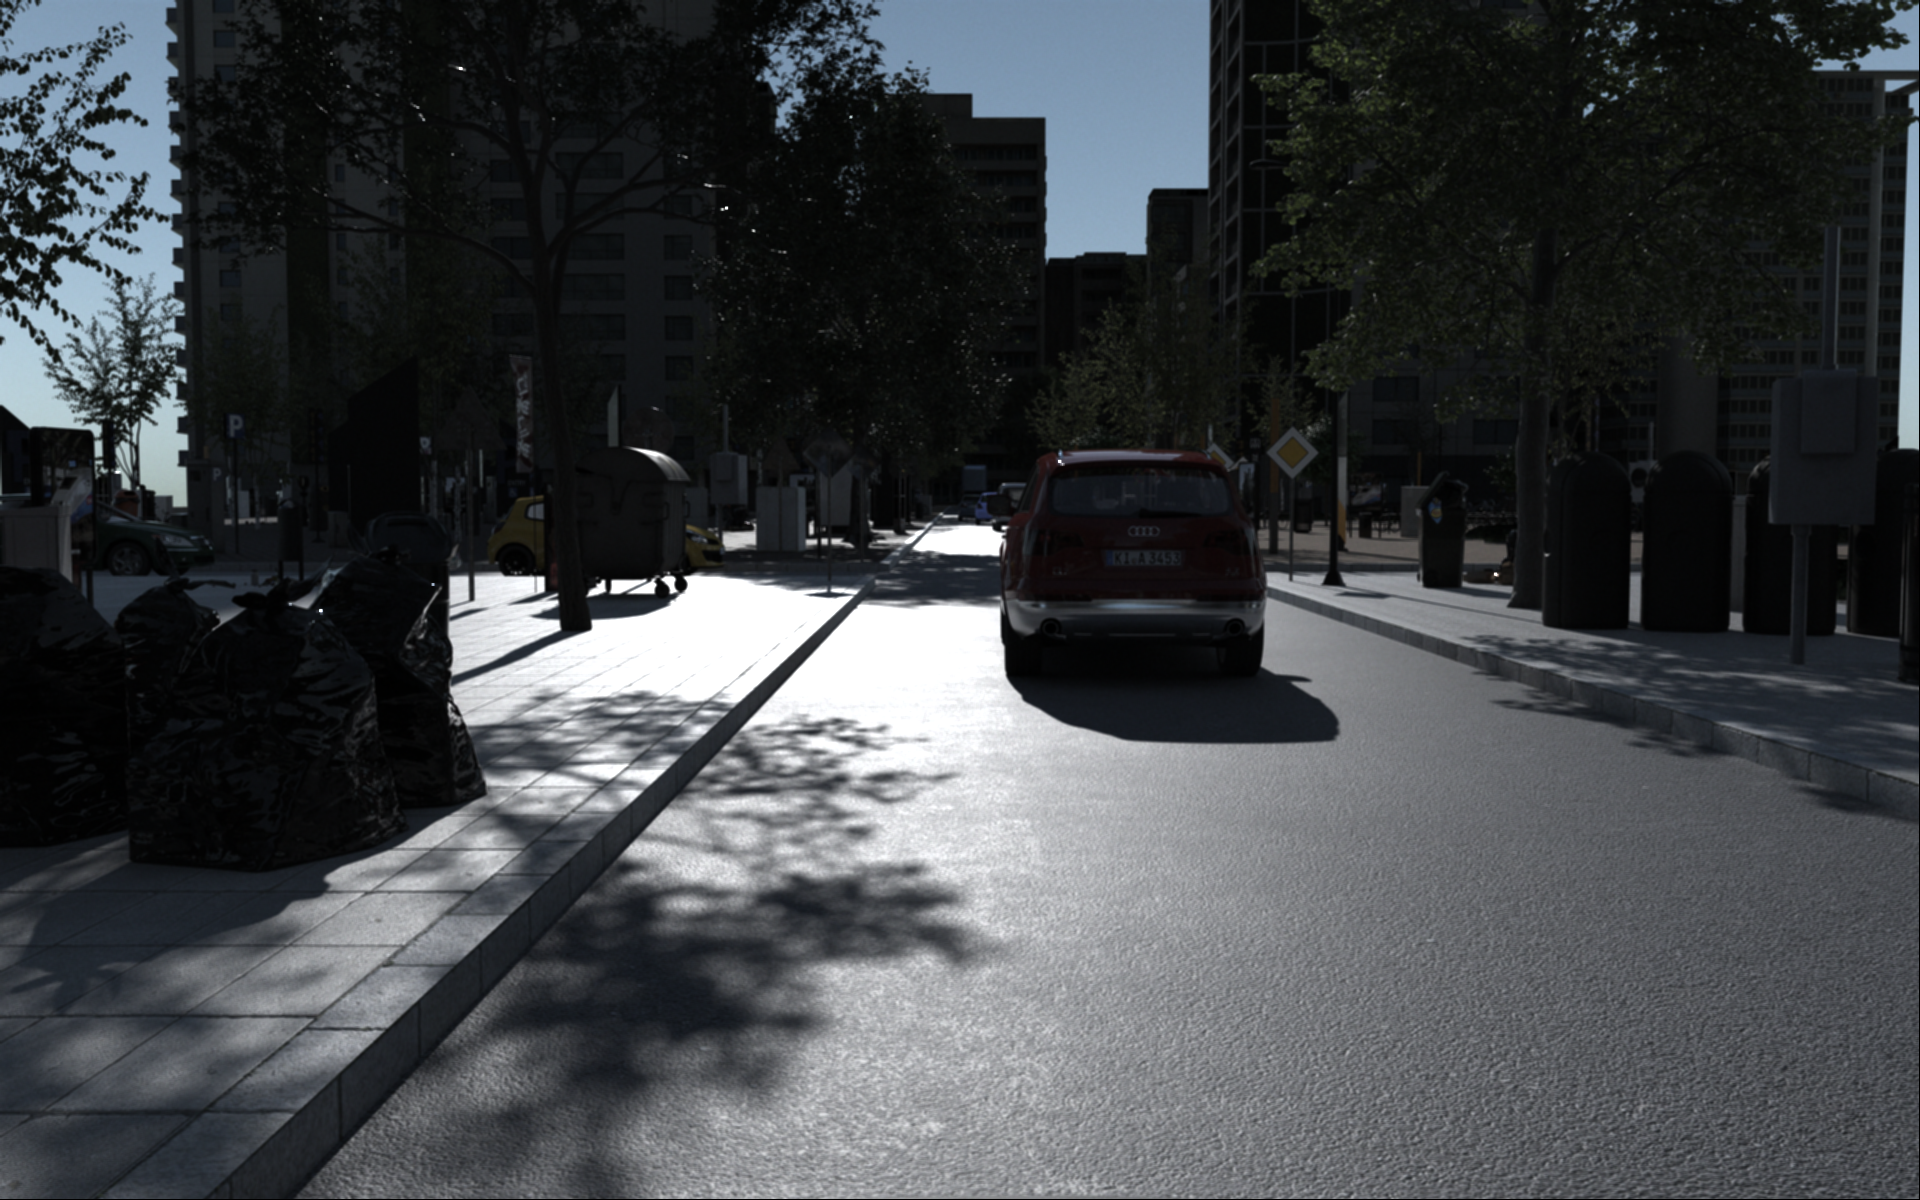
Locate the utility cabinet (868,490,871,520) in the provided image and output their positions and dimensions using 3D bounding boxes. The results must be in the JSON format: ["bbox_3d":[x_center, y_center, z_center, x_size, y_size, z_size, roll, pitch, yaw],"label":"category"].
[{"bbox_3d":[-3.931,-4.560,83.228,0.318,1.500,1.173,-3,5,-42],"label":"utility cabinet"}]

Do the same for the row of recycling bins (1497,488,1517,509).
[{"bbox_3d":[32.233,-5.764,101.359,1.069,1.692,3.534,0,4,4],"label":"row of recycling bins"}]

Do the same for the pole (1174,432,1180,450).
[{"bbox_3d":[7.154,-3.875,57.202,0.158,3.312,0.155,0,3,0],"label":"pole"}]

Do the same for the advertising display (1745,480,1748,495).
[{"bbox_3d":[36.807,-4.574,79.996,0.974,1.923,0.123,2,4,30],"label":"advertising display"}]

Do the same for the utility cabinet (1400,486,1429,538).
[{"bbox_3d":[13.456,-2.563,50.589,1.173,1.500,0.318,-1,4,-23],"label":"utility cabinet"}]

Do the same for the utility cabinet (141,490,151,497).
[{"bbox_3d":[-40.644,-4.733,86.069,1.173,1.500,0.318,3,4,36],"label":"utility cabinet"}]

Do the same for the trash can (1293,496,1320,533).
[{"bbox_3d":[11.291,-2.781,57.118,0.748,1.137,0.748,0,3,0],"label":"trash can"}]

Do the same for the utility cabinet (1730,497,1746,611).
[{"bbox_3d":[8.874,-0.496,19.266,1.020,1.237,0.306,-1,4,-19],"label":"utility cabinet"}]

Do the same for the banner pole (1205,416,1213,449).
[{"bbox_3d":[7.876,-3.966,54.861,0.401,3.779,0.863,2,4,24],"label":"banner pole"}]

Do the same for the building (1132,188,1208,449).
[{"bbox_3d":[24.640,-24.120,166.057,14.160,30.474,14.107,0,4,0],"label":"building"}]

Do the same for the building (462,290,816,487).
[{"bbox_3d":[-27.652,-19.295,160.506,28.899,21.520,27.650,0,4,0],"label":"building"}]

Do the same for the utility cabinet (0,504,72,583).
[{"bbox_3d":[-5.362,0.066,10.084,0.306,1.237,1.020,-2,4,-24],"label":"utility cabinet"}]

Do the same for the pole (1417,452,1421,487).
[{"bbox_3d":[22.221,-5.505,83.855,0.158,3.312,0.155,0,3,0],"label":"pole"}]

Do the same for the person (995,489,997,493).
[{"bbox_3d":[2.395,-6.896,121.697,0.683,1.767,0.568,-2,4,-28],"label":"person"}]

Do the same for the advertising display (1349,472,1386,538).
[{"bbox_3d":[11.932,-2.796,50.930,0.974,1.923,0.123,2,4,23],"label":"advertising display"}]

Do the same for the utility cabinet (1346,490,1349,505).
[{"bbox_3d":[21.232,-5.224,94.092,0.318,1.500,1.173,-1,4,-22],"label":"utility cabinet"}]

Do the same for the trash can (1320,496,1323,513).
[{"bbox_3d":[21.708,-5.738,105.471,0.748,1.137,0.748,0,3,0],"label":"trash can"}]

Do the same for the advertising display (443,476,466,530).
[{"bbox_3d":[-18.131,-3.495,62.361,0.974,1.923,0.123,-3,5,-43],"label":"advertising display"}]

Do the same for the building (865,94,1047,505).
[{"bbox_3d":[-0.533,-36.066,213.374,21.600,48.544,21.300,0,4,0],"label":"building"}]

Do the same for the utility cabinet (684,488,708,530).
[{"bbox_3d":[-9.342,-3.189,60.822,1.173,1.500,0.318,3,5,41],"label":"utility cabinet"}]

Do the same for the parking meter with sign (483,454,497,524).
[{"bbox_3d":[-20.088,-4.802,74.767,0.543,3.016,1.738,-3,5,-41],"label":"parking meter with sign"}]

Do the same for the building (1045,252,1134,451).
[{"bbox_3d":[17.323,-26.802,209.911,14.107,30.474,14.160,0,4,0],"label":"building"}]

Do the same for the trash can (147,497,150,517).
[{"bbox_3d":[-38.780,-4.327,82.406,0.748,1.137,0.748,0,3,0],"label":"trash can"}]

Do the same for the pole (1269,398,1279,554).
[{"bbox_3d":[6.702,-2.635,36.933,0.158,3.312,0.155,0,3,0],"label":"pole"}]

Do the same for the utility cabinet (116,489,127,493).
[{"bbox_3d":[-34.028,-3.770,70.311,0.318,1.500,1.173,-1,4,-20],"label":"utility cabinet"}]

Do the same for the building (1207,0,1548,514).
[{"bbox_3d":[26.457,-41.567,117.880,20.563,71.187,20.611,0,4,0],"label":"building"}]

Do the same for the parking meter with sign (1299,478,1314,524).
[{"bbox_3d":[15.116,-4.847,75.508,0.543,3.016,1.738,0,4,-7],"label":"parking meter with sign"}]

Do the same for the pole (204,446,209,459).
[{"bbox_3d":[-31.839,-4.857,73.263,0.158,3.312,0.155,0,3,0],"label":"pole"}]

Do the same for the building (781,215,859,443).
[{"bbox_3d":[-23.318,-32.233,218.894,23.993,40.220,32.217,0,4,0],"label":"building"}]

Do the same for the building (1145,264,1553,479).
[{"bbox_3d":[30.798,-18.316,144.503,27.650,21.520,28.899,0,4,0],"label":"building"}]

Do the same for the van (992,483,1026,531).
[{"bbox_3d":[2.141,-3.721,67.848,2.013,2.044,4.112,0,4,-1],"label":"van"}]

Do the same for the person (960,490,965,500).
[{"bbox_3d":[0.170,-7.703,134.993,0.434,1.755,0.990,1,4,16],"label":"person"}]

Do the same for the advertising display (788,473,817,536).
[{"bbox_3d":[-4.781,-2.907,52.739,0.974,1.923,0.123,2,4,24],"label":"advertising display"}]

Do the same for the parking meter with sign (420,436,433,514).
[{"bbox_3d":[-16.548,-3.396,51.793,0.543,3.016,1.738,2,4,26],"label":"parking meter with sign"}]

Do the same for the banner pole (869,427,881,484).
[{"bbox_3d":[-2.832,-3.960,54.758,0.863,3.779,0.401,-2,4,-35],"label":"banner pole"}]

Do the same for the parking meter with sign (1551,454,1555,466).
[{"bbox_3d":[25.591,-4.744,73.822,0.543,3.016,1.738,1,4,11],"label":"parking meter with sign"}]

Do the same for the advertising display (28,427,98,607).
[{"bbox_3d":[-8.793,-0.722,17.018,0.123,1.923,0.974,0,4,2],"label":"advertising display"}]

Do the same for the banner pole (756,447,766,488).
[{"bbox_3d":[-9.353,-5.620,81.901,0.401,3.779,0.863,2,4,33],"label":"banner pole"}]

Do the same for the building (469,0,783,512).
[{"bbox_3d":[-24.371,-42.440,132.138,20.563,71.187,20.611,0,4,0],"label":"building"}]

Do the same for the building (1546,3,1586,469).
[{"bbox_3d":[46.014,-32.923,161.996,21.600,48.544,21.300,0,4,0],"label":"building"}]

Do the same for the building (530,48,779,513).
[{"bbox_3d":[-19.921,-21.061,116.043,14.160,30.474,14.107,0,4,0],"label":"building"}]

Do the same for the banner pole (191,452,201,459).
[{"bbox_3d":[-45.022,-6.856,102.113,0.401,3.779,0.863,2,4,27],"label":"banner pole"}]

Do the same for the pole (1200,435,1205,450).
[{"bbox_3d":[8.396,-4.048,60.035,0.158,3.312,0.155,0,3,0],"label":"pole"}]

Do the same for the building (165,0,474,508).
[{"bbox_3d":[-57.240,-37.947,162.435,28.212,58.520,21.231,0,4,0],"label":"building"}]

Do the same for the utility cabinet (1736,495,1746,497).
[{"bbox_3d":[34.469,-4.016,76.821,1.020,1.237,0.306,-1,4,-21],"label":"utility cabinet"}]

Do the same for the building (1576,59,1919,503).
[{"bbox_3d":[68.799,-28.477,157.480,23.993,40.220,32.217,0,4,0],"label":"building"}]

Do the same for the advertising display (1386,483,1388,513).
[{"bbox_3d":[24.168,-5.745,99.152,0.123,1.923,0.974,-1,4,-19],"label":"advertising display"}]

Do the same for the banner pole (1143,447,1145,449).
[{"bbox_3d":[9.913,-6.214,91.620,0.863,3.779,0.401,-2,4,-31],"label":"banner pole"}]

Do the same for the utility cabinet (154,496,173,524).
[{"bbox_3d":[-34.734,-3.937,75.538,1.020,1.237,0.306,3,4,36],"label":"utility cabinet"}]

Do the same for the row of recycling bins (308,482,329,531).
[{"bbox_3d":[-21.214,-3.315,61.313,3.534,1.692,1.069,-1,4,-15],"label":"row of recycling bins"}]

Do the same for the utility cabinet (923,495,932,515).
[{"bbox_3d":[-2.262,-5.905,107.716,1.020,1.237,0.306,2,4,26],"label":"utility cabinet"}]

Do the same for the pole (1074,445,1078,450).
[{"bbox_3d":[4.786,-4.744,71.405,0.158,3.312,0.155,0,3,0],"label":"pole"}]

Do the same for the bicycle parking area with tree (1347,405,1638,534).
[{"bbox_3d":[17.529,-4.261,56.668,8.231,4.147,9.016,-1,4,-21],"label":"bicycle parking area with tree"}]

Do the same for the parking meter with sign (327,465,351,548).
[{"bbox_3d":[-14.442,-2.797,41.999,0.543,3.016,1.738,3,5,42],"label":"parking meter with sign"}]

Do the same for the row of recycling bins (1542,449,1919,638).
[{"bbox_3d":[7.323,-0.557,16.226,3.534,1.692,1.069,1,4,20],"label":"row of recycling bins"}]

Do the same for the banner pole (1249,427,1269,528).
[{"bbox_3d":[11.250,-4.594,65.131,0.863,3.779,0.401,1,4,20],"label":"banner pole"}]

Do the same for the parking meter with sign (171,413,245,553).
[{"bbox_3d":[-16.459,-2.540,37.784,1.738,3.016,0.543,1,4,20],"label":"parking meter with sign"}]

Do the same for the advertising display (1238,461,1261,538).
[{"bbox_3d":[5.755,-1.792,34.514,0.123,1.923,0.974,-1,4,-11],"label":"advertising display"}]

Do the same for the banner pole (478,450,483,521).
[{"bbox_3d":[-22.563,-5.595,81.492,0.401,3.779,0.863,-2,4,-30],"label":"banner pole"}]
